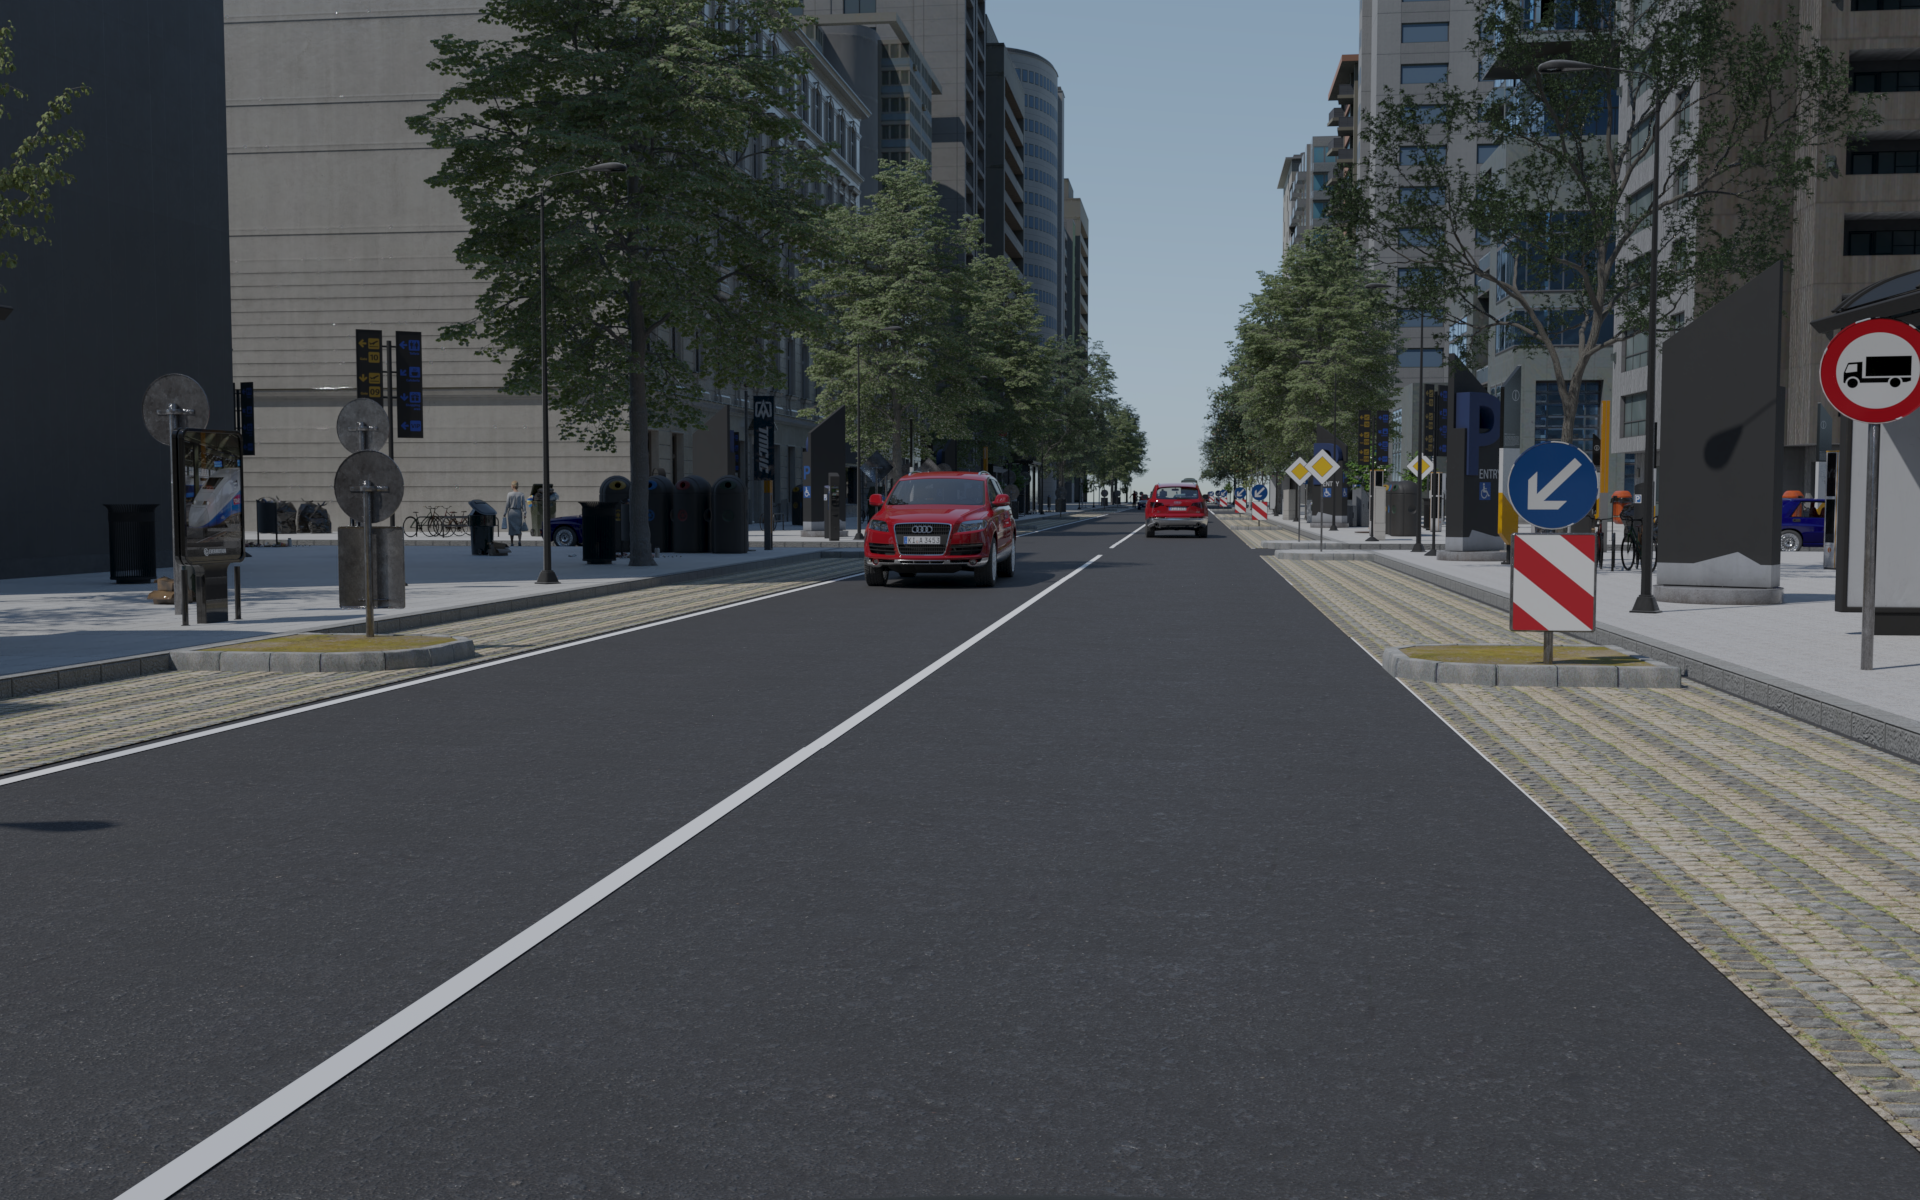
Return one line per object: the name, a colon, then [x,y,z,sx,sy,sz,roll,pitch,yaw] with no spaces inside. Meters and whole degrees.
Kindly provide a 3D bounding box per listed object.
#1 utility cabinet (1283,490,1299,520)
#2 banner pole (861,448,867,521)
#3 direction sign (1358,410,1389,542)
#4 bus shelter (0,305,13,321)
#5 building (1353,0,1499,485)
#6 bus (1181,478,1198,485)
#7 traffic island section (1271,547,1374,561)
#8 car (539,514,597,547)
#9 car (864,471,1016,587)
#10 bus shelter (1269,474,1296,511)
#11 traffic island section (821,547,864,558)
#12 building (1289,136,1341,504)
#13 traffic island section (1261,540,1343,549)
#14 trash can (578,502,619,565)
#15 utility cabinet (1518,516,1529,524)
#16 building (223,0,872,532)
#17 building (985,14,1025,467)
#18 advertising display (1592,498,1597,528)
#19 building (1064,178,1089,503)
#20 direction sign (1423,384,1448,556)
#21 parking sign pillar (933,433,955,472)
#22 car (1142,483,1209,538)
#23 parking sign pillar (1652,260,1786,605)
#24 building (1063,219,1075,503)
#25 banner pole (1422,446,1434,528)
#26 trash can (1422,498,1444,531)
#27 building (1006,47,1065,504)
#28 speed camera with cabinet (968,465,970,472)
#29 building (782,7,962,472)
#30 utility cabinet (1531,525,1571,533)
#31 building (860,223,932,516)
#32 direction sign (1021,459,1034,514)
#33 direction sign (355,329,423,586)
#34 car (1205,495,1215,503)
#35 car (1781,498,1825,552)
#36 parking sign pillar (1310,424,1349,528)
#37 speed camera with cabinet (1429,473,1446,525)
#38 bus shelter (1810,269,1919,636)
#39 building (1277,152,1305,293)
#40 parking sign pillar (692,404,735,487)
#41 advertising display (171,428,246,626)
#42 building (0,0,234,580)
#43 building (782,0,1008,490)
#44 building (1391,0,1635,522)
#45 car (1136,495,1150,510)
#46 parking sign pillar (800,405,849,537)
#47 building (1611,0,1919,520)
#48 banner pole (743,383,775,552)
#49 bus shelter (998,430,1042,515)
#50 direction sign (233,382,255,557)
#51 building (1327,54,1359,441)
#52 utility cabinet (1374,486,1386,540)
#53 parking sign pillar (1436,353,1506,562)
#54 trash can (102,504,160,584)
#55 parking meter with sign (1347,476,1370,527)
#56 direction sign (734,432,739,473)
utility cabinet: [16.185,-4.649,84.693,0.318,1.500,1.173,3,4,36]
banner pole: [-4.559,-5.661,82.580,0.401,3.779,0.863,1,4,14]
direction sign: [11.181,-3.358,46.896,0.876,3.537,0.379,-1,4,-12]
bus shelter: [-9.405,-1.117,12.188,2.014,3.302,5.546,0,4,7]
building: [43.322,-36.690,141.878,21.231,58.520,28.212,0,4,8]
bus: [35.050,-16.703,264.638,2.896,3.916,12.252,0,4,8]
traffic island section: [8.061,-0.995,38.551,2.009,0.180,2.903,0,4,8]
car: [-8.893,-1.996,45.212,3.894,1.354,1.945,0,4,7]
car: [-0.249,-1.216,28.553,2.281,1.827,5.304,0,4,7]
bus shelter: [21.878,-7.558,117.497,2.014,3.302,5.546,0,4,8]
traffic island section: [-1.942,-1.077,39.886,2.009,0.180,2.903,0,4,8]
building: [55.701,-37.436,231.692,23.786,49.044,30.456,0,4,8]
traffic island section: [9.117,-1.479,46.466,2.009,0.180,2.903,0,4,8]
trash can: [-6.611,-1.227,31.722,0.748,1.137,0.748,0,3,0]
utility cabinet: [23.697,-3.922,72.797,1.173,1.500,0.318,-1,4,-22]
building: [-15.939,-18.505,78.964,17.030,29.872,44.131,0,4,8]
building: [-4.895,-34.087,181.019,21.300,48.544,21.600,0,4,8]
advertising display: [21.735,-3.327,59.618,0.123,1.923,0.974,0,4,6]
building: [8.633,-39.473,269.086,21.300,48.544,21.600,0,4,8]
direction sign: [9.837,-2.684,35.878,0.876,3.537,0.379,-3,5,-44]
parking sign pillar: [-0.599,-5.248,74.272,1.447,3.967,1.447,1,4,21]
car: [7.262,-3.038,58.339,2.281,1.827,5.304,0,4,6]
parking sign pillar: [9.044,-1.963,20.571,1.447,3.967,1.447,3,4,39]
building: [9.151,-34.705,251.013,14.154,41.232,14.086,0,4,8]
banner pole: [17.659,-4.581,64.917,0.401,3.779,0.863,-1,4,-13]
trash can: [16.653,-3.021,61.045,0.748,1.137,0.748,0,3,0]
building: [2.188,-42.006,228.790,21.231,58.520,28.212,0,4,8]
speed camera with cabinet: [0.203,-7.585,118.357,0.660,3.252,2.038,-1,4,-20]
building: [-15.258,-27.260,137.577,32.217,40.220,23.993,0,4,8]
utility cabinet: [16.281,-2.236,47.718,1.020,1.237,0.306,1,4,23]
building: [-8.049,-15.021,110.214,10.561,19.102,19.286,0,4,8]
direction sign: [4.362,-7.364,112.404,0.876,3.537,0.379,-1,4,-19]
direction sign: [-7.897,-1.960,24.049,0.876,3.537,0.379,-2,4,-28]
car: [38.875,-15.922,270.110,2.009,1.686,4.222,0,4,7]
car: [20.731,-1.738,41.003,3.894,1.354,1.945,1,4,8]
parking sign pillar: [14.078,-4.735,65.896,1.447,3.967,1.447,3,5,43]
speed camera with cabinet: [20.045,-4.782,72.527,0.660,3.252,2.038,1,4,20]
bus shelter: [8.450,-1.175,13.130,2.014,3.302,5.546,0,4,8]
building: [62.749,-41.089,261.037,28.713,52.752,27.495,0,4,8]
parking sign pillar: [-7.460,-3.917,52.518,1.447,3.967,1.447,2,4,28]
advertising display: [-7.461,-0.735,17.235,0.123,1.923,0.974,1,4,11]
building: [-26.006,-14.322,27.673,24.014,27.812,14.314,0,4,8]
building: [-6.154,-44.054,158.538,20.563,71.187,20.611,0,4,8]
building: [36.565,-47.635,91.498,22.319,86.520,31.000,0,4,8]
car: [17.195,-8.957,159.025,1.945,1.354,3.894,0,4,7]
parking sign pillar: [-4.065,-3.879,51.890,1.447,3.967,1.447,-3,5,-41]
building: [31.582,-17.627,59.899,14.107,30.474,14.160,0,4,8]
banner pole: [-4.544,-2.981,38.751,0.863,3.779,0.401,0,4,-2]
bus shelter: [3.613,-7.953,107.662,2.179,5.291,8.768,0,4,7]
direction sign: [-14.633,-2.642,35.191,0.876,3.537,0.379,2,4,28]
building: [47.689,-31.567,170.739,22.147,44.769,28.867,0,4,8]
utility cabinet: [11.714,-2.422,48.277,0.318,1.500,1.173,1,4,13]
parking sign pillar: [9.987,-2.752,33.471,1.447,3.967,1.447,-3,4,-36]
trash can: [-11.875,-0.807,24.852,0.748,1.137,0.748,0,3,0]
parking meter with sign: [15.691,-4.379,67.863,0.543,3.016,1.738,3,5,42]
direction sign: [-8.364,-4.360,63.288,0.876,3.537,0.379,3,5,41]
